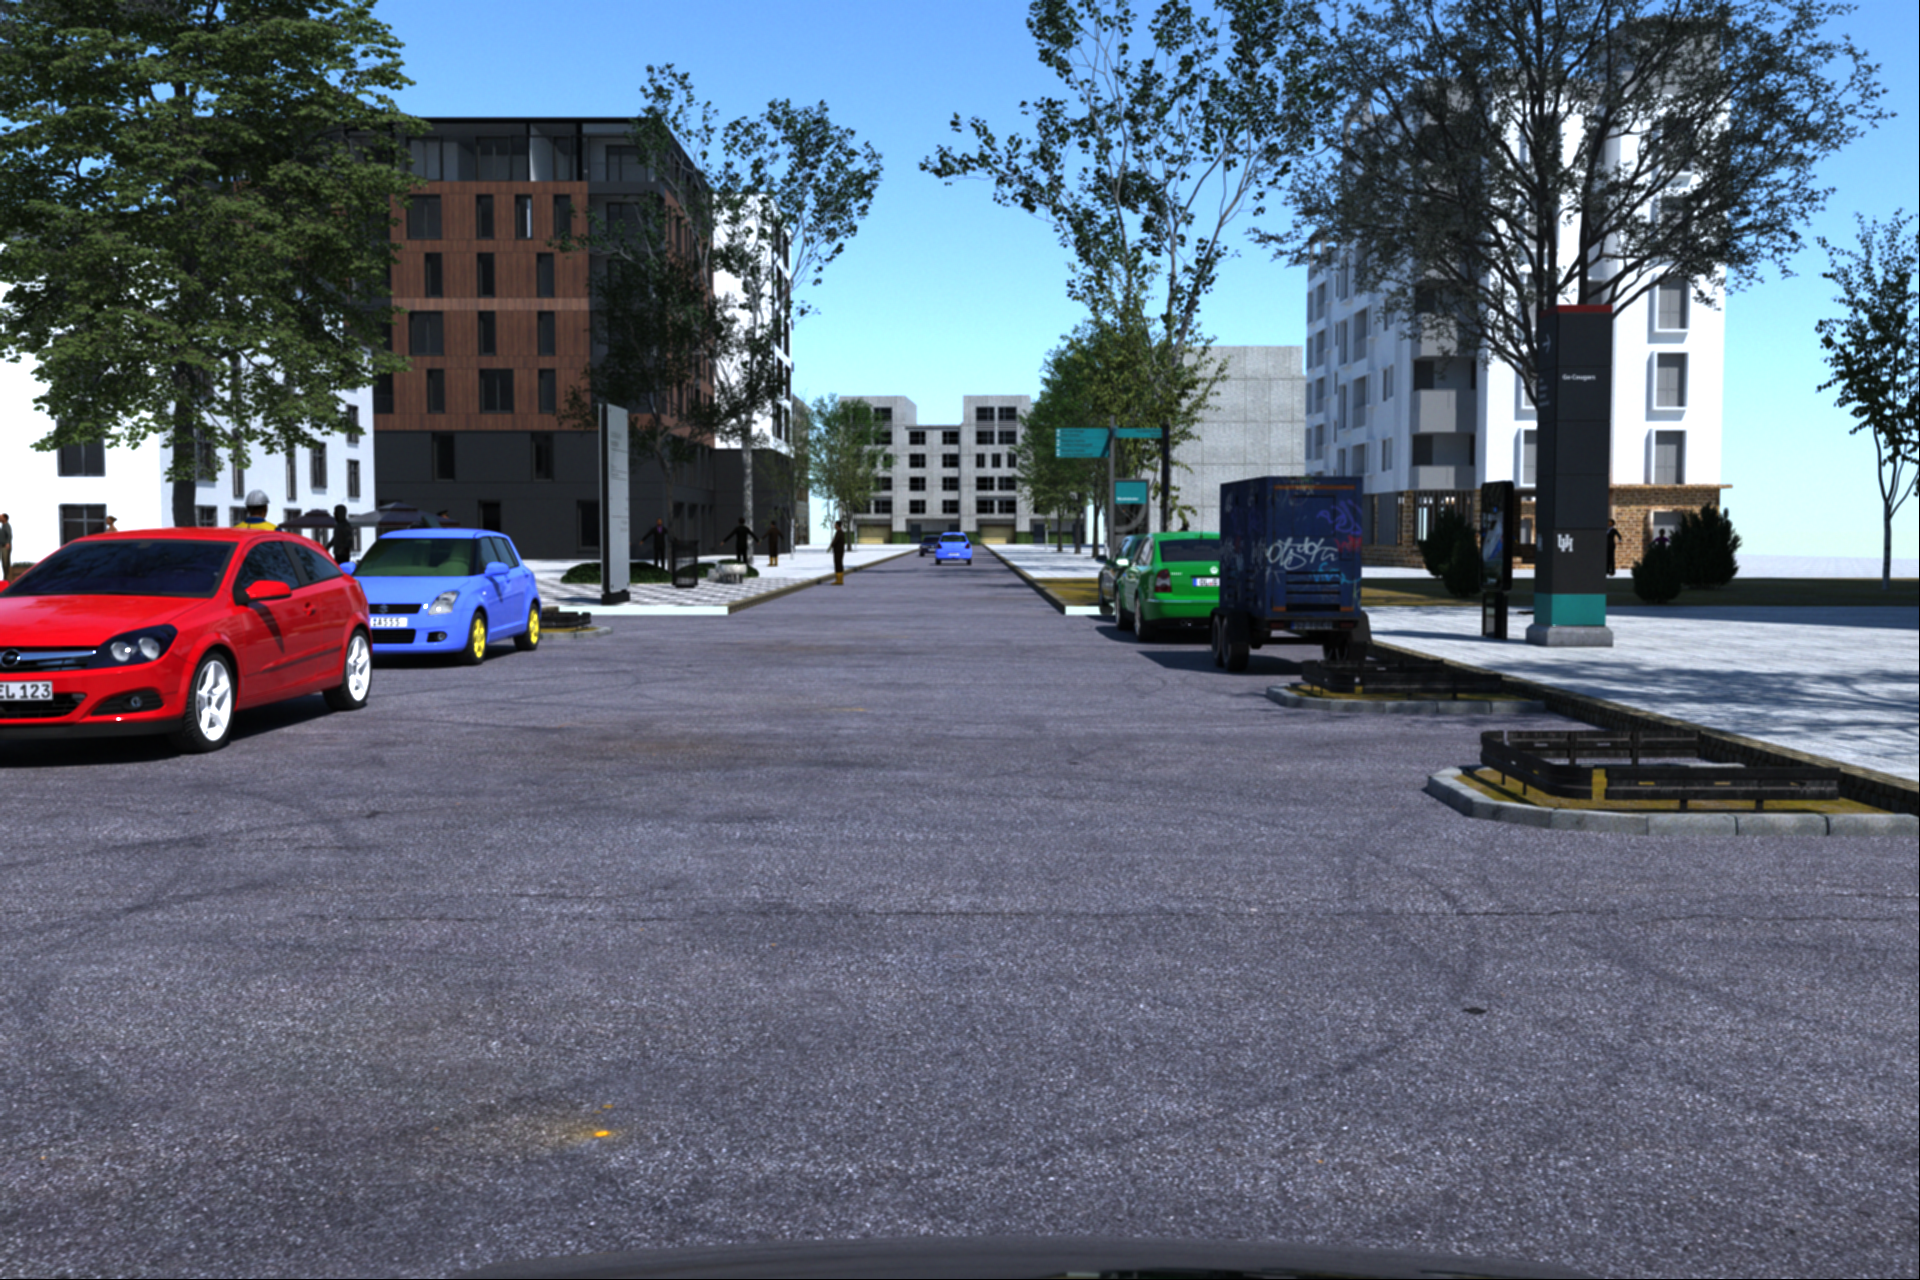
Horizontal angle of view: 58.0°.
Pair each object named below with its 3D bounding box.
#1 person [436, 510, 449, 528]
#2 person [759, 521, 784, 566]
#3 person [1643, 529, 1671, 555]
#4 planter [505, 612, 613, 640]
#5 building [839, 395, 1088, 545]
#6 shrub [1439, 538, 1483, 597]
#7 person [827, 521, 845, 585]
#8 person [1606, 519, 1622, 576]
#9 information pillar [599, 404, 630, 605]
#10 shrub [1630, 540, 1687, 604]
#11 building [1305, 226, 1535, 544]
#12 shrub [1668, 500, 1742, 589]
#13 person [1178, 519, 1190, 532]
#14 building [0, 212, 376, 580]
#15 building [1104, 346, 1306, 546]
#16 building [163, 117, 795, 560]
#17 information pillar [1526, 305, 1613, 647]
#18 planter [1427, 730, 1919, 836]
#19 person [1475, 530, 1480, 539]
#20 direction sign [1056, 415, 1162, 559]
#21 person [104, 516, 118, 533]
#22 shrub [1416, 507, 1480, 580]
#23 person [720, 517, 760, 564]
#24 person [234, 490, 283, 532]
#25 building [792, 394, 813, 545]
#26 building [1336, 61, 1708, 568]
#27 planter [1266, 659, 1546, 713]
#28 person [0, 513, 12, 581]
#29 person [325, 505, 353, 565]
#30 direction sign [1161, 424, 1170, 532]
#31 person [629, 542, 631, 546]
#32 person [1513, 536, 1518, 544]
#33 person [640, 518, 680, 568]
[{"bbox_3d":[-11.843,-2.071,39.791,0.705,1.837,1.347,0,4,-7],"label":"person"},{"bbox_3d":[-7.470,-3.849,69.061,0.704,1.812,1.346,3,5,42],"label":"person"},{"bbox_3d":[19.462,-2.370,48.020,0.991,1.433,0.599,2,4,30],"label":"person"},{"bbox_3d":[-5.999,-0.205,24.486,1.991,0.319,1.994,0,4,0],"label":"planter"},{"bbox_3d":[0.919,-21.901,226.992,31.486,18.905,16.747,0,4,4],"label":"building"},{"bbox_3d":[10.236,-1.470,35.150,1.383,1.207,1.383,0,3,0],"label":"shrub"},{"bbox_3d":[-3.449,-2.456,48.755,0.704,1.812,1.346,1,4,13],"label":"person"},{"bbox_3d":[19.801,-2.825,52.916,0.721,1.740,1.216,-1,4,-20],"label":"person"},{"bbox_3d":[-6.382,-2.490,32.029,0.184,3.620,1.656,0,4,1],"label":"information pillar"},{"bbox_3d":[12.902,-1.277,32.002,1.383,1.207,1.383,0,3,0],"label":"shrub"},{"bbox_3d":[26.787,-15.350,107.399,16.016,20.090,11.380,0,4,0],"label":"building"},{"bbox_3d":[17.383,-2.226,40.434,1.661,2.075,1.752,0,3,0],"label":"shrub"},{"bbox_3d":[8.699,-3.725,66.682,0.705,1.856,1.354,2,4,25],"label":"person"},{"bbox_3d":[-25.433,-7.164,59.283,9.099,9.664,28.070,0,3,0],"label":"building"},{"bbox_3d":[23.831,-18.637,171.178,16.747,18.905,31.486,0,4,1],"label":"building"},{"bbox_3d":[-25.212,-15.754,101.560,27.936,21.610,32.646,0,3,0],"label":"building"},{"bbox_3d":[7.039,-1.868,19.917,0.750,3.857,0.750,0,3,0],"label":"information pillar"},{"bbox_3d":[3.582,0.729,9.215,1.991,0.319,1.994,0,4,1],"label":"planter"},{"bbox_3d":[17.338,-3.104,56.893,1.345,1.843,0.704,-1,4,-18],"label":"person"},{"bbox_3d":[3.414,-3.036,38.397,2.525,3.948,1.411,0,4,0],"label":"direction sign"},{"bbox_3d":[-21.075,-2.204,42.833,1.217,1.733,0.721,3,4,39],"label":"person"},{"bbox_3d":[13.714,-2.724,48.584,1.661,2.075,1.752,0,3,0],"label":"shrub"},{"bbox_3d":[-6.871,-2.950,54.423,1.347,1.806,0.705,-2,4,-32],"label":"person"},{"bbox_3d":[-6.373,-0.450,15.786,1.349,1.833,0.705,0,4,0],"label":"person"},{"bbox_3d":[-27.688,-22.702,202.099,19.493,23.208,18.063,0,3,0],"label":"building"},{"bbox_3d":[21.955,-13.417,75.793,16.016,20.090,11.380,0,4,1],"label":"building"},{"bbox_3d":[3.685,0.386,14.832,1.991,0.319,1.994,0,4,-1],"label":"planter"},{"bbox_3d":[-23.858,-2.261,43.237,0.705,1.796,1.348,-3,5,-42],"label":"person"},{"bbox_3d":[-11.217,-1.542,31.348,0.705,1.813,1.348,-3,4,-36],"label":"person"},{"bbox_3d":[4.272,-2.696,36.073,0.379,3.537,0.876,0,4,-2],"label":"direction sign"},{"bbox_3d":[-11.549,-3.186,58.274,1.347,1.806,0.705,3,5,44],"label":"person"},{"bbox_3d":[18.319,-3.199,58.770,1.216,1.772,0.721,0,4,6],"label":"person"},{"bbox_3d":[-9.885,-3.106,57.013,1.346,1.802,0.704,-1,4,-19],"label":"person"}]
